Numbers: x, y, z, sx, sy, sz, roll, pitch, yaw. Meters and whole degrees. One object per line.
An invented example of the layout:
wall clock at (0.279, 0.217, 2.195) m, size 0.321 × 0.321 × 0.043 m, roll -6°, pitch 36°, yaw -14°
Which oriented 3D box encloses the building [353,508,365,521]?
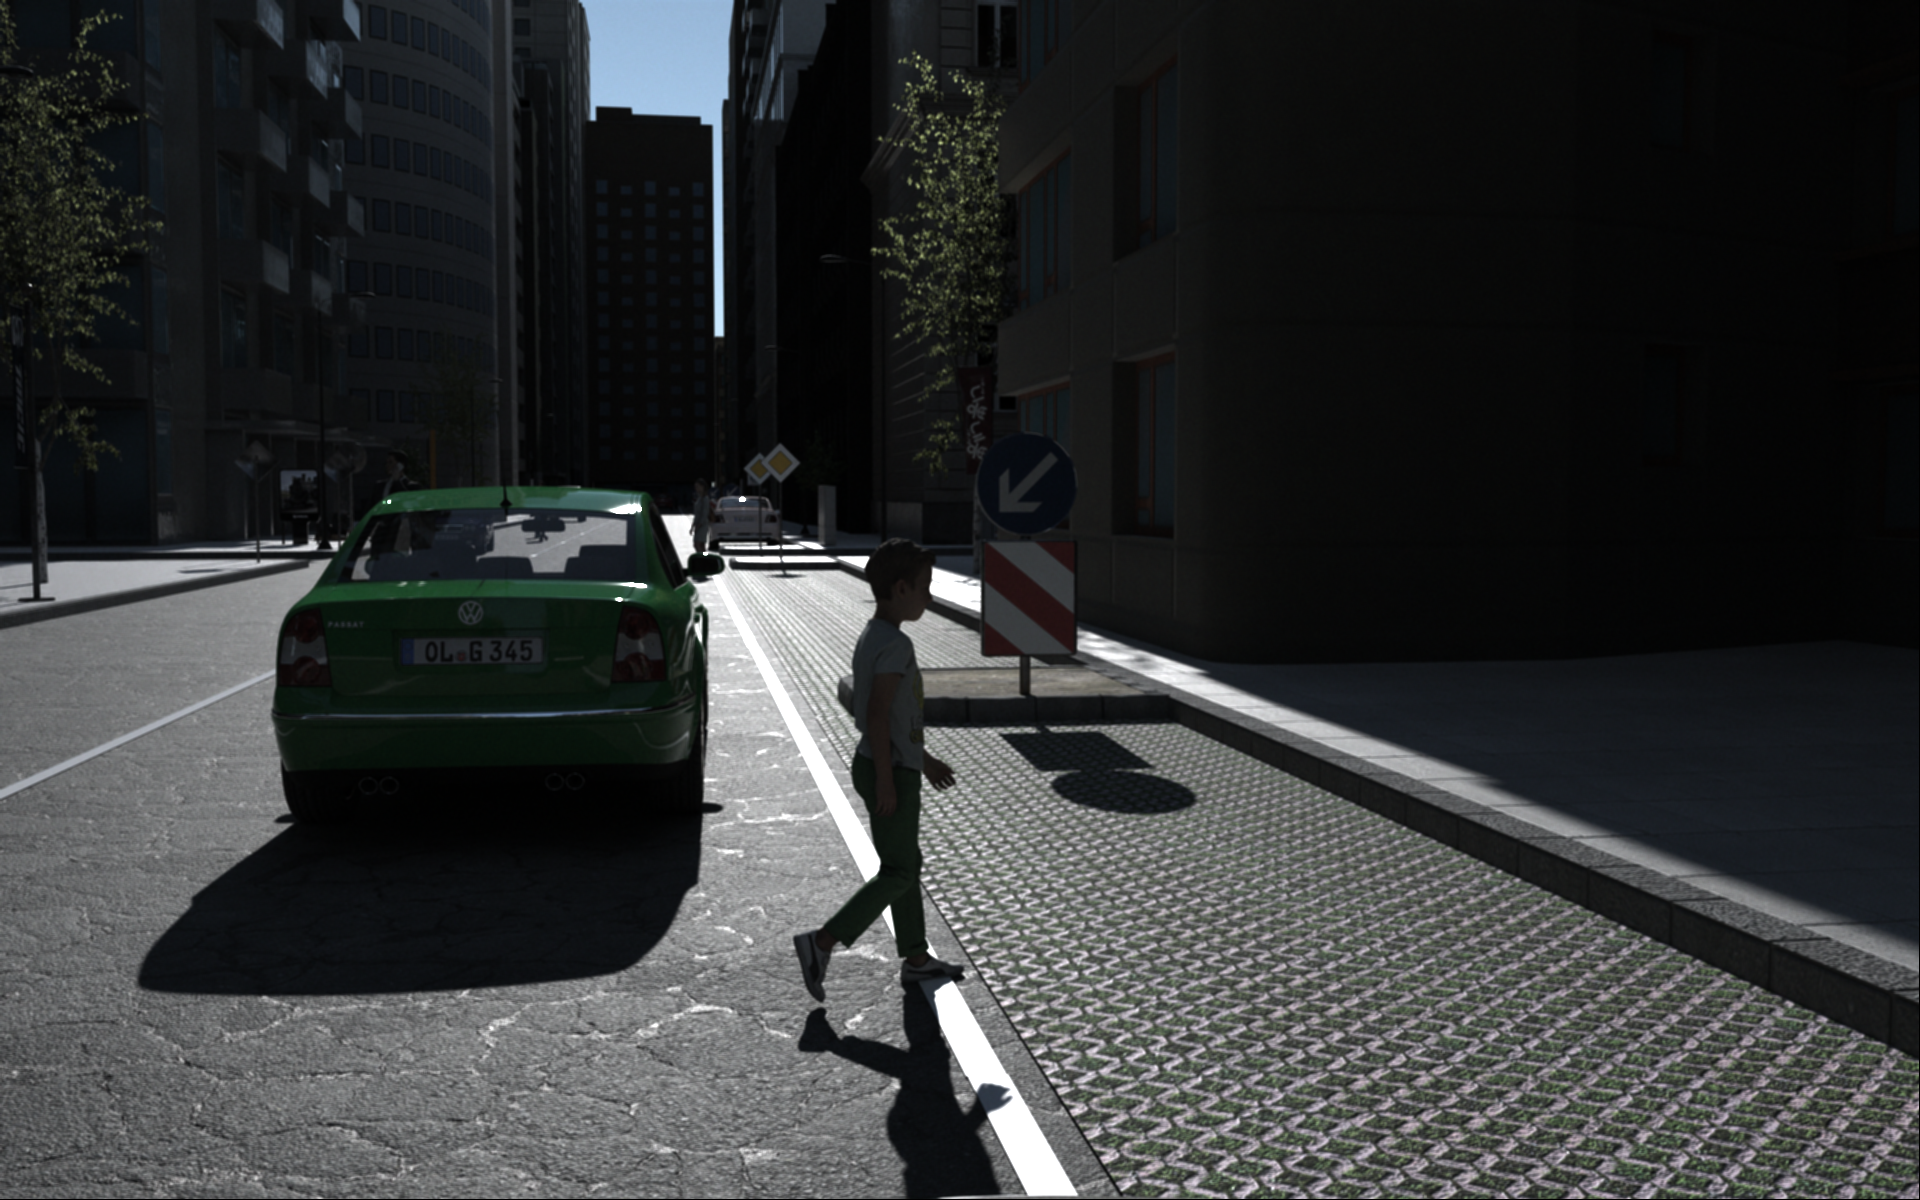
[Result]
building at (-35.590, -33.569, 90.860) m, size 21.231 × 58.520 × 28.212 m, roll -1°, pitch 4°, yaw -9°

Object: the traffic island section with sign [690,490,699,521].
traffic island section with sign at (-13.339, -5.169, 93.141) m, size 1.989 × 1.847 × 2.006 m, roll -1°, pitch 4°, yaw -9°

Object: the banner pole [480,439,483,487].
banner pole at (-21.816, -5.444, 79.020) m, size 0.401 × 3.779 × 0.863 m, roll -1°, pitch 4°, yaw -19°

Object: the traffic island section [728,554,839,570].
traffic island section at (-3.477, -0.708, 33.851) m, size 2.009 × 0.180 × 2.903 m, roll -1°, pitch 4°, yaw -9°

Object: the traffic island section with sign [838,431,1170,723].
traffic island section with sign at (0.199, -0.191, 11.755) m, size 1.989 × 1.847 × 2.006 m, roll -1°, pitch 4°, yaw -9°

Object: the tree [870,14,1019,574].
tree at (0.414, -4.731, 27.711) m, size 4.360 × 8.622 × 3.978 m, roll 0°, pitch 3°, yaw 0°

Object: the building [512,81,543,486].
building at (-36.752, -21.284, 119.690) m, size 14.160 × 30.474 × 14.107 m, roll -1°, pitch 4°, yaw -9°

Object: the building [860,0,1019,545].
building at (10.081, -15.469, 50.186) m, size 25.104 × 27.353 × 12.463 m, roll -1°, pitch 4°, yaw -9°

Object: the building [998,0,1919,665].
building at (16.476, -10.037, 9.141) m, size 27.650 × 21.520 × 28.899 m, roll -1°, pitch 4°, yaw -9°

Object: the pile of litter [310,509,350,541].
pile of litter at (-17.107, -2.084, 48.032) m, size 1.719 × 0.858 × 1.176 m, roll -1°, pitch 4°, yaw -11°

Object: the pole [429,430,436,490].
pole at (-16.698, -3.734, 54.896) m, size 0.158 × 3.312 × 0.155 m, roll 0°, pitch 3°, yaw 0°

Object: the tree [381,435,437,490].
tree at (-18.038, -3.814, 56.958) m, size 1.663 × 3.219 × 1.824 m, roll 0°, pitch 3°, yaw 0°

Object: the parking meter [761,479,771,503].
parking meter at (-7.687, -3.829, 68.309) m, size 0.399 × 1.863 × 0.255 m, roll 0°, pitch 4°, yaw 7°

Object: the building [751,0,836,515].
building at (-5.932, -19.848, 102.007) m, size 11.434 × 29.767 × 29.804 m, roll -1°, pitch 4°, yaw -9°

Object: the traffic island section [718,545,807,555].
traffic island section at (-4.787, -1.189, 41.728) m, size 2.009 × 0.180 × 2.903 m, roll -1°, pitch 4°, yaw -9°

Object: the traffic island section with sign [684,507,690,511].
traffic island section with sign at (-21.527, -8.182, 142.399) m, size 1.989 × 1.847 × 2.006 m, roll -1°, pitch 4°, yaw -9°

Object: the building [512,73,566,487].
building at (-48.140, -27.211, 136.781) m, size 32.217 × 40.220 × 23.993 m, roll -1°, pitch 4°, yaw -9°

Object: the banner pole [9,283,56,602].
banner pole at (-11.048, -1.863, 20.476) m, size 0.401 × 3.779 × 0.863 m, roll -1°, pitch 4°, yaw -11°

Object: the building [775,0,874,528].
building at (-1.818, -15.298, 79.795) m, size 12.332 × 23.373 × 15.834 m, roll -1°, pitch 4°, yaw -9°

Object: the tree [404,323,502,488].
tree at (-21.440, -7.558, 73.929) m, size 4.737 × 8.622 × 4.395 m, roll 0°, pitch 3°, yaw 0°

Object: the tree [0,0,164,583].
tree at (-13.266, -4.533, 24.474) m, size 4.360 × 8.622 × 3.978 m, roll 0°, pitch 3°, yaw 0°

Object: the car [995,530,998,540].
car at (3.017, -1.894, 39.999) m, size 4.494 × 1.783 × 2.155 m, roll -1°, pitch 4°, yaw -9°

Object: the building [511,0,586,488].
building at (-49.248, -45.068, 175.107) m, size 20.611 × 71.187 × 20.563 m, roll -1°, pitch 4°, yaw -9°

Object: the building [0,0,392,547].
building at (-31.166, -26.444, 51.976) m, size 23.786 × 49.044 × 30.456 m, roll -1°, pitch 4°, yaw -9°

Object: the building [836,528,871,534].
building at (1.208, -14.316, 63.751) m, size 12.332 × 23.373 × 15.834 m, roll -1°, pitch 4°, yaw -9°

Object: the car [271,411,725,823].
car at (-2.211, -0.013, 9.003) m, size 1.959 × 1.807 × 4.718 m, roll 0°, pitch 4°, yaw -8°

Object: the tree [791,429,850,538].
tree at (-4.330, -3.482, 51.529) m, size 1.663 × 3.219 × 1.824 m, roll 0°, pitch 3°, yaw 0°

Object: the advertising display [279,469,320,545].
advertising display at (-16.797, -2.377, 44.071) m, size 0.974 × 1.923 × 0.123 m, roll 0°, pitch 4°, yaw -7°

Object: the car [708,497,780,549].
car at (-5.764, -2.065, 46.123) m, size 2.083 × 1.381 × 4.827 m, roll 0°, pitch 4°, yaw -8°

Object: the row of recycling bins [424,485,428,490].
row of recycling bins at (-24.620, -4.302, 77.458) m, size 1.069 × 1.692 × 3.534 m, roll -3°, pitch 5°, yaw -44°

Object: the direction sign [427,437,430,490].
direction sign at (-21.288, -4.732, 69.372) m, size 0.379 × 3.537 × 0.876 m, roll -1°, pitch 4°, yaw -16°

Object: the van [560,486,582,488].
van at (-20.288, -5.053, 89.628) m, size 2.013 × 2.044 × 4.112 m, roll -1°, pitch 4°, yaw -8°

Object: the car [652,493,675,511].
car at (-26.114, -8.759, 152.255) m, size 2.155 × 1.783 × 4.494 m, roll -1°, pitch 4°, yaw -8°

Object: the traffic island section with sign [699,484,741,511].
traffic island section with sign at (-8.870, -3.531, 66.358) m, size 1.989 × 1.847 × 2.006 m, roll -1°, pitch 4°, yaw -9°
